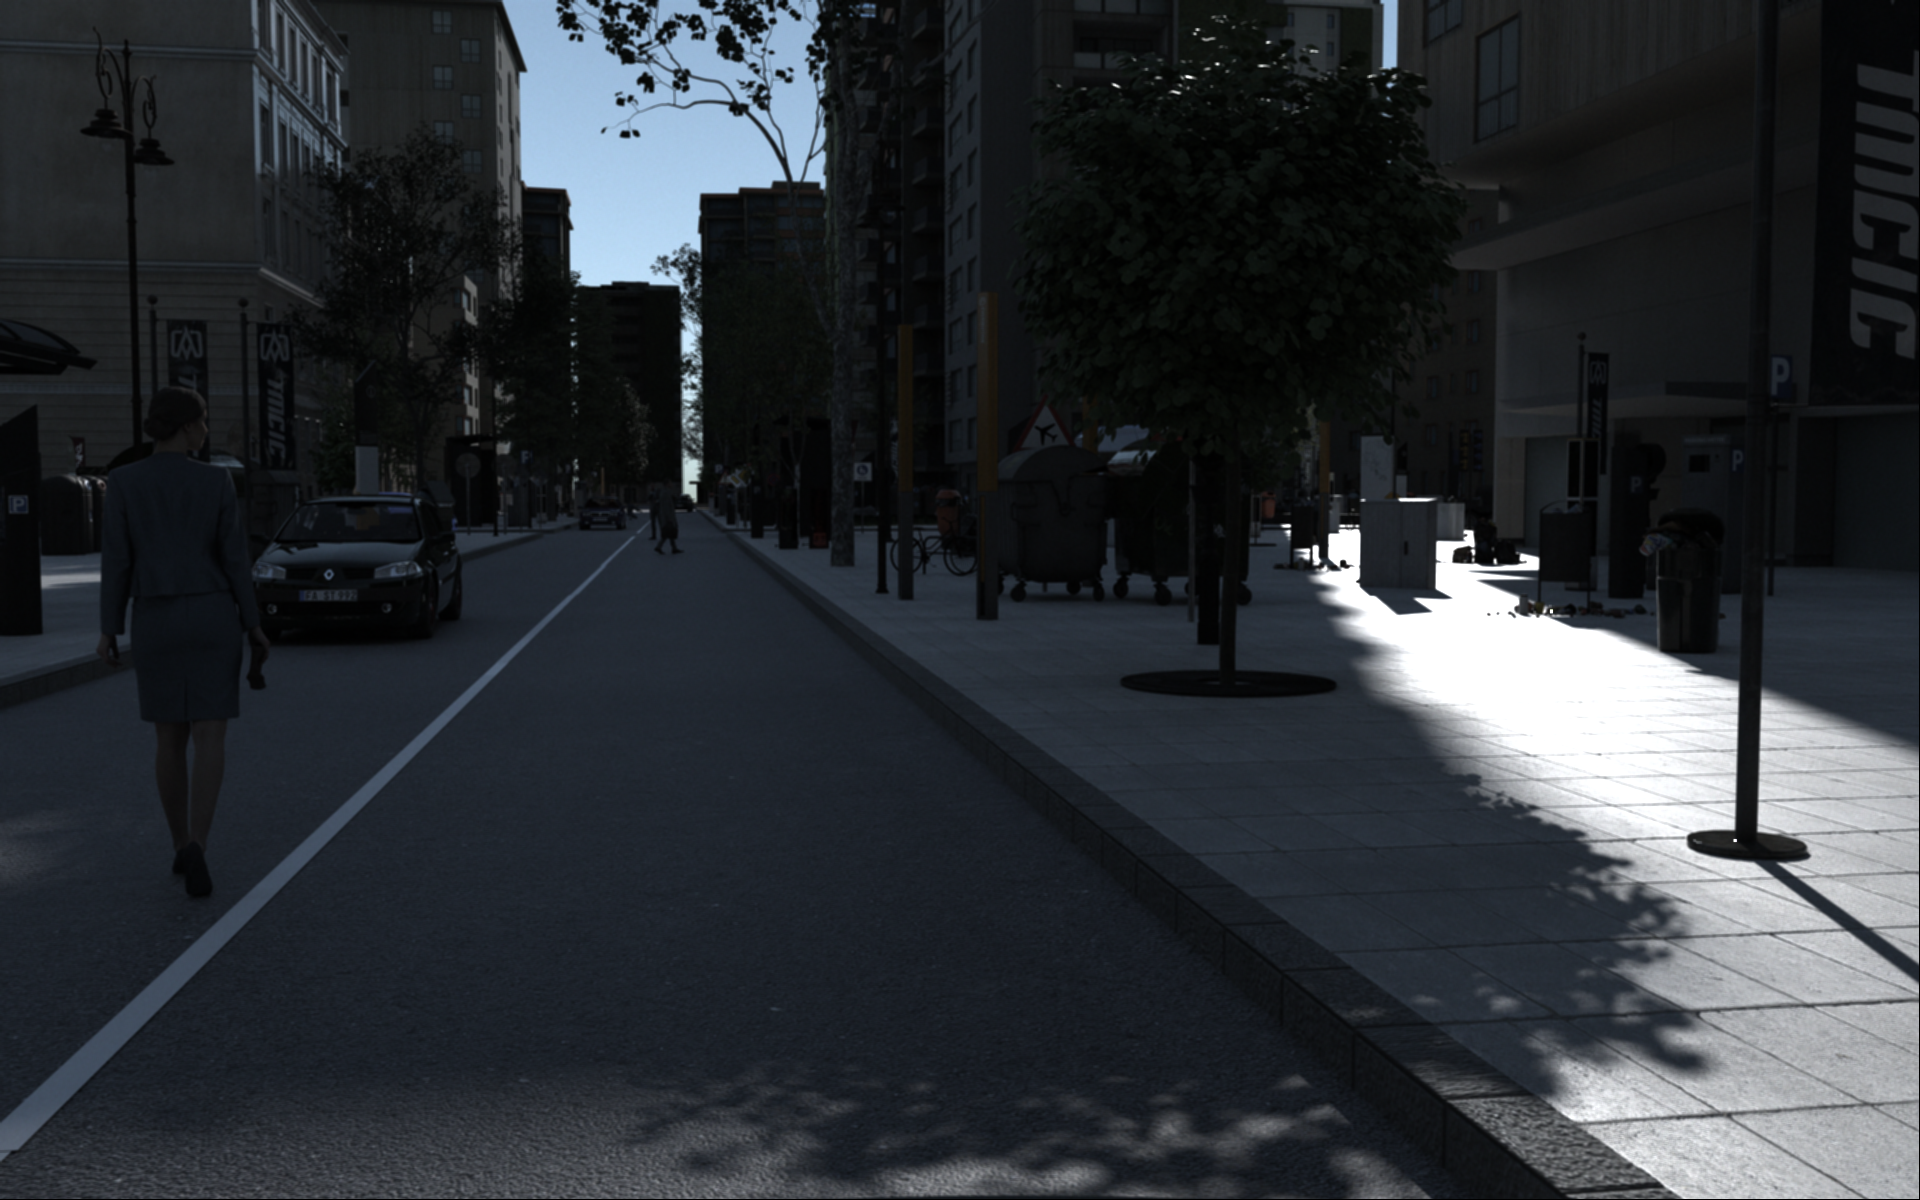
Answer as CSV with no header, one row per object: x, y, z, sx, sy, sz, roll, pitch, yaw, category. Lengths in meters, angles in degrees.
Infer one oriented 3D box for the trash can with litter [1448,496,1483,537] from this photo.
14.653,-2.498,51.898,1.678,1.210,2.233,1,4,12,trash can with litter

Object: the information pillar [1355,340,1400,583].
5.952,-2.043,24.762,0.504,3.616,0.183,3,5,40,information pillar

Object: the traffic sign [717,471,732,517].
-12.899,-5.821,95.182,0.884,2.594,0.081,0,4,-6,traffic sign

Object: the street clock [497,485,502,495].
-35.663,-7.907,133.842,0.471,2.002,0.358,-1,4,-10,street clock

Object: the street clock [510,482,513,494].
-23.322,-5.280,90.896,0.358,2.002,0.471,3,5,44,street clock

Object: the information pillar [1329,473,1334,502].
12.681,-3.378,59.721,0.304,2.012,0.304,3,5,42,information pillar

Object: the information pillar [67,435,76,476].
-34.901,-4.700,68.207,0.504,3.616,0.183,1,4,18,information pillar

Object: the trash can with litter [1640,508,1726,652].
5.992,-0.179,14.313,0.624,1.170,1.055,2,4,27,trash can with litter

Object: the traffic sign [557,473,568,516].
-23.657,-6.288,102.920,0.768,2.556,0.104,0,4,-3,traffic sign

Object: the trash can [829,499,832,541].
-3.716,-2.197,47.582,0.748,1.137,0.748,0,3,0,trash can

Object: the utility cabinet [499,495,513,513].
-31.069,-6.587,118.852,1.020,1.237,0.306,1,4,12,utility cabinet

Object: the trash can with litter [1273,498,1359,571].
6.229,-1.147,29.810,2.233,1.210,1.678,-3,4,-38,trash can with litter

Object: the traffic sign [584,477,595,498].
-27.301,-7.802,127.669,0.768,2.556,0.104,0,4,-2,traffic sign

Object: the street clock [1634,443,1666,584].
9.805,-1.233,24.734,0.358,2.002,0.471,-1,4,-22,street clock

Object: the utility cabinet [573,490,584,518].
-20.260,-5.098,92.038,0.318,1.500,1.173,-2,4,-24,utility cabinet

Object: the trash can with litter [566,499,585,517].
-21.643,-5.262,97.424,0.624,1.170,1.055,2,4,25,trash can with litter

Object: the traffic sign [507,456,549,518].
-23.027,-6.023,92.346,2.265,3.308,0.079,0,4,-3,traffic sign

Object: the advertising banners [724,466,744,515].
-14.049,-6.829,107.840,0.090,3.025,2.074,2,4,30,advertising banners

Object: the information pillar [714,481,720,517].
-13.878,-5.767,98.780,0.304,2.012,0.304,0,4,-4,information pillar

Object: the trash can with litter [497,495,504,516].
-27.262,-5.553,101.854,1.678,1.210,2.233,-1,4,-15,trash can with litter

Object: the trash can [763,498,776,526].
-7.672,-3.524,69.278,0.748,1.137,0.748,0,3,0,trash can

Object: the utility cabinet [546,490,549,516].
-24.368,-5.708,102.007,0.318,1.500,1.173,0,4,4,utility cabinet

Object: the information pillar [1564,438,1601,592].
8.232,-1.127,22.911,0.304,2.012,0.304,-1,4,-21,information pillar

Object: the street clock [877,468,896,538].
-2.006,-2.619,47.395,0.471,2.002,0.358,2,4,32,street clock

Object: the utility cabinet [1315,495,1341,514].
14.916,-3.632,70.542,0.306,1.237,1.020,-2,4,-32,utility cabinet

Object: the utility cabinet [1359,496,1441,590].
5.975,-0.764,23.646,1.020,1.237,0.306,3,5,41,utility cabinet

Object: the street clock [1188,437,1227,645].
2.128,-0.623,14.764,0.471,2.002,0.358,1,4,9,street clock

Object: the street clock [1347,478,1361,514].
18.252,-4.610,79.949,0.471,2.002,0.358,0,4,-1,street clock

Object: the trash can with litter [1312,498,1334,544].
9.140,-2.024,44.478,0.624,1.170,1.055,2,4,33,trash can with litter

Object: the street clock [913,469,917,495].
-1.409,-2.611,47.254,0.471,2.002,0.358,0,4,4,street clock

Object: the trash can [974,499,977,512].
0.795,-2.653,55.026,0.748,1.137,0.748,0,3,0,trash can

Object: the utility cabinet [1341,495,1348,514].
22.523,-5.537,101.687,1.020,1.237,0.306,2,4,29,utility cabinet

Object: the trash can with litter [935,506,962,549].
-0.266,-1.775,40.404,0.624,1.170,1.055,0,3,0,trash can with litter

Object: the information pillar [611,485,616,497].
-27.558,-8.146,137.682,0.304,2.012,0.304,1,4,12,information pillar

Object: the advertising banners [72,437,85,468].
-26.912,-3.540,54.064,0.090,3.025,2.074,1,4,15,advertising banners

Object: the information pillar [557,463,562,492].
-30.544,-8.616,132.223,0.504,3.616,0.183,2,4,33,information pillar

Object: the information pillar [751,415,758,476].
-6.029,-3.646,50.959,0.183,3.616,0.504,0,4,8,information pillar

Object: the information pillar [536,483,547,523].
-18.301,-4.356,75.712,0.304,2.012,0.304,2,4,26,information pillar

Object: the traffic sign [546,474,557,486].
-21.202,-5.361,89.783,0.606,2.300,0.079,0,4,-5,traffic sign

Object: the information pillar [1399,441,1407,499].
19.525,-5.210,76.540,0.504,3.616,0.183,-1,4,-13,information pillar

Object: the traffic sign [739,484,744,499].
-13.288,-6.356,106.054,0.606,2.300,0.079,0,4,-2,traffic sign

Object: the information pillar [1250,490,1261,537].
8.736,-2.868,51.385,0.304,2.012,0.304,-1,4,-11,information pillar

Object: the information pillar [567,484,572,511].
-28.825,-7.539,127.760,0.304,2.012,0.304,0,4,-6,information pillar

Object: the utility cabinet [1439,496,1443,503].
18.808,-3.559,69.349,1.020,1.237,0.306,1,4,10,utility cabinet

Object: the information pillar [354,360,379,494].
-10.331,-2.376,30.206,0.183,3.616,0.504,2,4,24,information pillar

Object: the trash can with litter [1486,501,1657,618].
6.803,-0.444,18.323,2.233,1.210,1.678,1,4,23,trash can with litter

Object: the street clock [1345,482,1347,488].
20.166,-5.193,89.471,0.358,2.002,0.471,-3,5,-44,street clock

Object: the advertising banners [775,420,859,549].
-3.339,-2.717,40.610,2.074,3.025,0.090,-2,4,-24,advertising banners
